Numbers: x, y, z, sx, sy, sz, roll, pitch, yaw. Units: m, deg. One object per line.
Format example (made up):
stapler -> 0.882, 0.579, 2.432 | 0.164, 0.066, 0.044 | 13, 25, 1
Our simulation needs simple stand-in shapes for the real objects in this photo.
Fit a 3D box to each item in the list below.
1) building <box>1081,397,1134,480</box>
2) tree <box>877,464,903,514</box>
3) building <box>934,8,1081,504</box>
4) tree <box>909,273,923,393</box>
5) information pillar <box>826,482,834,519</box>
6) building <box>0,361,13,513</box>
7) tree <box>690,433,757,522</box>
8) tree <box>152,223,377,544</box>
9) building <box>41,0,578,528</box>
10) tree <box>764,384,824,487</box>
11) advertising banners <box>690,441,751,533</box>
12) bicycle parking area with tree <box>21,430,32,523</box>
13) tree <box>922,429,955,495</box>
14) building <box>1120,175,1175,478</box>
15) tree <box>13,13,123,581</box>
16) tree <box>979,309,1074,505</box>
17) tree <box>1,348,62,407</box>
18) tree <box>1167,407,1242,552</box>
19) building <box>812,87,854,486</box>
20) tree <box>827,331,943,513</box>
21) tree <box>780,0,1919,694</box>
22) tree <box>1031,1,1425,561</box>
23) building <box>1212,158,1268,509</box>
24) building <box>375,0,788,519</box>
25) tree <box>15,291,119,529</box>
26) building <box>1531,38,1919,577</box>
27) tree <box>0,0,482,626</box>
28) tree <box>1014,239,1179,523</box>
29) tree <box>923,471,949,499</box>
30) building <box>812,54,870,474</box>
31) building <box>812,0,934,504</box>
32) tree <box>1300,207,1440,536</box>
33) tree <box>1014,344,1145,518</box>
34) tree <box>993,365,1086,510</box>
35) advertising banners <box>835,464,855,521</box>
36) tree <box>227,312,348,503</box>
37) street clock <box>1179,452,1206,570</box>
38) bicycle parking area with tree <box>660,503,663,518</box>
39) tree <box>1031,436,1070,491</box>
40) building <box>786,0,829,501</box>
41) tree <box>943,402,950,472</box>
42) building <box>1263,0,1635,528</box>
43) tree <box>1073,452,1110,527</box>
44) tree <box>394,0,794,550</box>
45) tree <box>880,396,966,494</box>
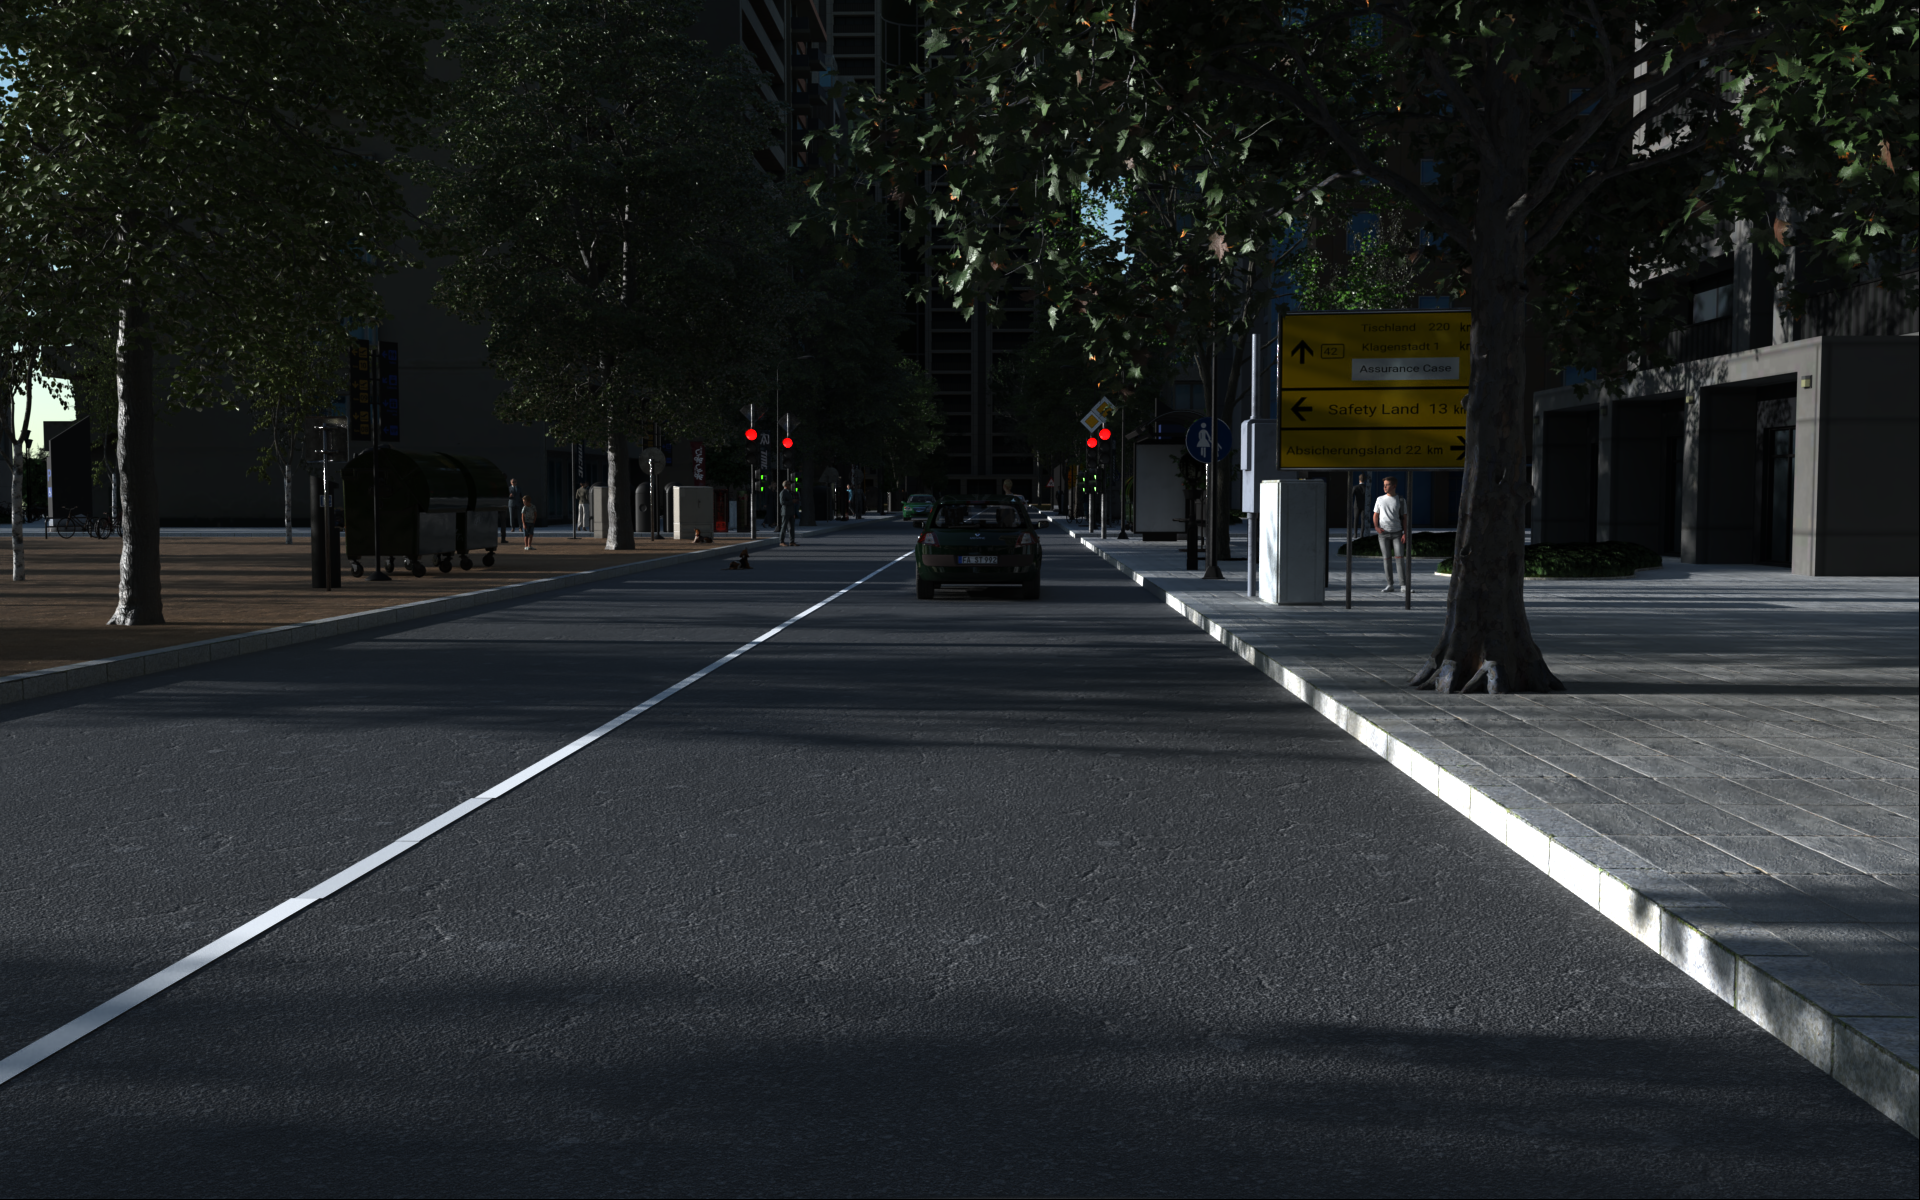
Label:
building -> 23.209, -28.057, 230.433 | 14.107, 30.474, 14.160 | 0, 4, 2
tree -> -4.724, -7.115, 110.929 | 1.663, 3.219, 1.824 | 0, 3, 0
building -> 5.975, -48.641, 233.524 | 20.611, 71.187, 20.563 | 0, 4, 2
tree -> -6.054, -9.942, 69.205 | 9.857, 13.997, 8.962 | 0, 3, 0
information pillar -> -6.595, -5.104, 87.938 | 0.304, 2.012, 0.304 | 2, 4, 35
building -> -66.218, -30.036, 80.320 | 27.495, 52.752, 28.713 | 0, 4, 2
tree -> -10.522, -5.834, 79.098 | 4.285, 4.588, 4.351 | 0, 3, 0
tree -> -17.190, -5.758, 44.503 | 4.737, 8.622, 4.395 | 0, 3, 0
building -> -26.344, -27.643, 75.663 | 21.300, 48.544, 21.600 | 0, 4, 2
tree -> -10.322, -9.684, 108.694 | 4.737, 8.622, 4.395 | 0, 3, 0
advertising banners -> -7.895, -3.739, 57.328 | 2.074, 3.025, 0.090 | 0, 4, -1
bicycle parking area with tree -> -41.467, -5.687, 79.978 | 9.016, 4.147, 8.231 | 1, 4, 15
tree -> -2.791, -14.029, 179.737 | 4.360, 8.622, 3.978 | 0, 3, 0
building -> 29.132, -34.536, 184.270 | 23.786, 49.044, 30.456 | 0, 4, 2
tree -> -14.071, -4.605, 25.661 | 4.360, 8.622, 3.978 | 0, 3, 0
tree -> 8.516, -19.498, 174.688 | 12.611, 20.169, 13.585 | 0, 3, 0
tree -> -36.313, -6.890, 63.012 | 4.737, 8.622, 4.395 | 0, 3, 0
tree -> 5.391, -2.683, 38.461 | 1.663, 3.219, 1.824 | 0, 3, 0
building -> -18.009, -29.691, 169.039 | 14.154, 41.232, 14.086 | 0, 4, 2
tree -> -5.927, -12.275, 118.817 | 7.486, 12.596, 7.792 | 0, 3, 0
tree -> 3.633, -5.759, 11.163 | 9.611, 12.733, 9.660 | 0, 3, 0
tree -> 4.973, -6.563, 33.067 | 9.928, 11.665, 9.643 | 0, 3, 0
building -> 27.114, -34.863, 112.003 | 21.231, 58.520, 28.212 | 0, 4, 2
building -> -23.216, -29.893, 112.457 | 21.300, 48.544, 21.600 | 0, 4, 2
tree -> -30.936, -6.919, 63.491 | 4.737, 8.622, 4.395 | 0, 3, 0
building -> 23.642, -36.132, 29.006 | 20.563, 71.187, 20.611 | 0, 4, 2
tree -> -8.264, -6.058, 17.172 | 7.486, 12.596, 7.792 | 0, 3, 0
tree -> 6.121, -9.749, 77.520 | 7.486, 12.596, 7.792 | 0, 3, 0
tree -> -2.711, -12.864, 194.031 | 4.285, 4.588, 4.351 | 0, 3, 0
building -> -25.497, -34.846, 189.344 | 30.456, 49.044, 23.786 | 0, 4, 2
building -> -14.657, -48.618, 233.154 | 20.611, 71.187, 20.563 | 0, 4, 2
tree -> 10.248, -5.706, 43.649 | 4.360, 8.622, 3.978 | 0, 3, 0
tree -> 6.537, -9.647, 92.144 | 7.601, 10.594, 8.767 | -1, 4, -15
tree -> 7.587, -14.139, 141.537 | 12.009, 13.543, 11.850 | 0, 3, 0
advertising banners -> -5.565, -5.397, 84.421 | 0.090, 3.025, 2.074 | 2, 4, 25
tree -> -24.553, -6.897, 63.136 | 4.360, 8.622, 3.978 | 0, 3, 0
street clock -> 3.929, -1.509, 29.240 | 0.471, 2.002, 0.358 | 0, 4, 6
bicycle parking area with tree -> -19.797, -6.603, 94.961 | 9.016, 4.147, 8.231 | 0, 4, 6
tree -> 8.949, -12.845, 160.383 | 4.737, 8.622, 4.395 | 0, 3, 0
building -> -23.079, -30.154, 147.640 | 22.147, 44.769, 28.867 | 0, 4, 2
tree -> -4.237, -15.486, 171.321 | 7.486, 12.596, 7.792 | 0, 3, 0
building -> 20.508, -25.692, 70.172 | 14.200, 45.320, 14.600 | 0, 4, 2
tree -> 5.090, -4.508, 68.307 | 1.663, 3.219, 1.824 | 0, 3, 0
tree -> -7.784, -8.139, 39.731 | 9.857, 13.997, 8.962 | 0, 3, 0
tree -> -3.937, -13.722, 158.770 | 8.767, 10.594, 7.601 | -2, 4, -32
